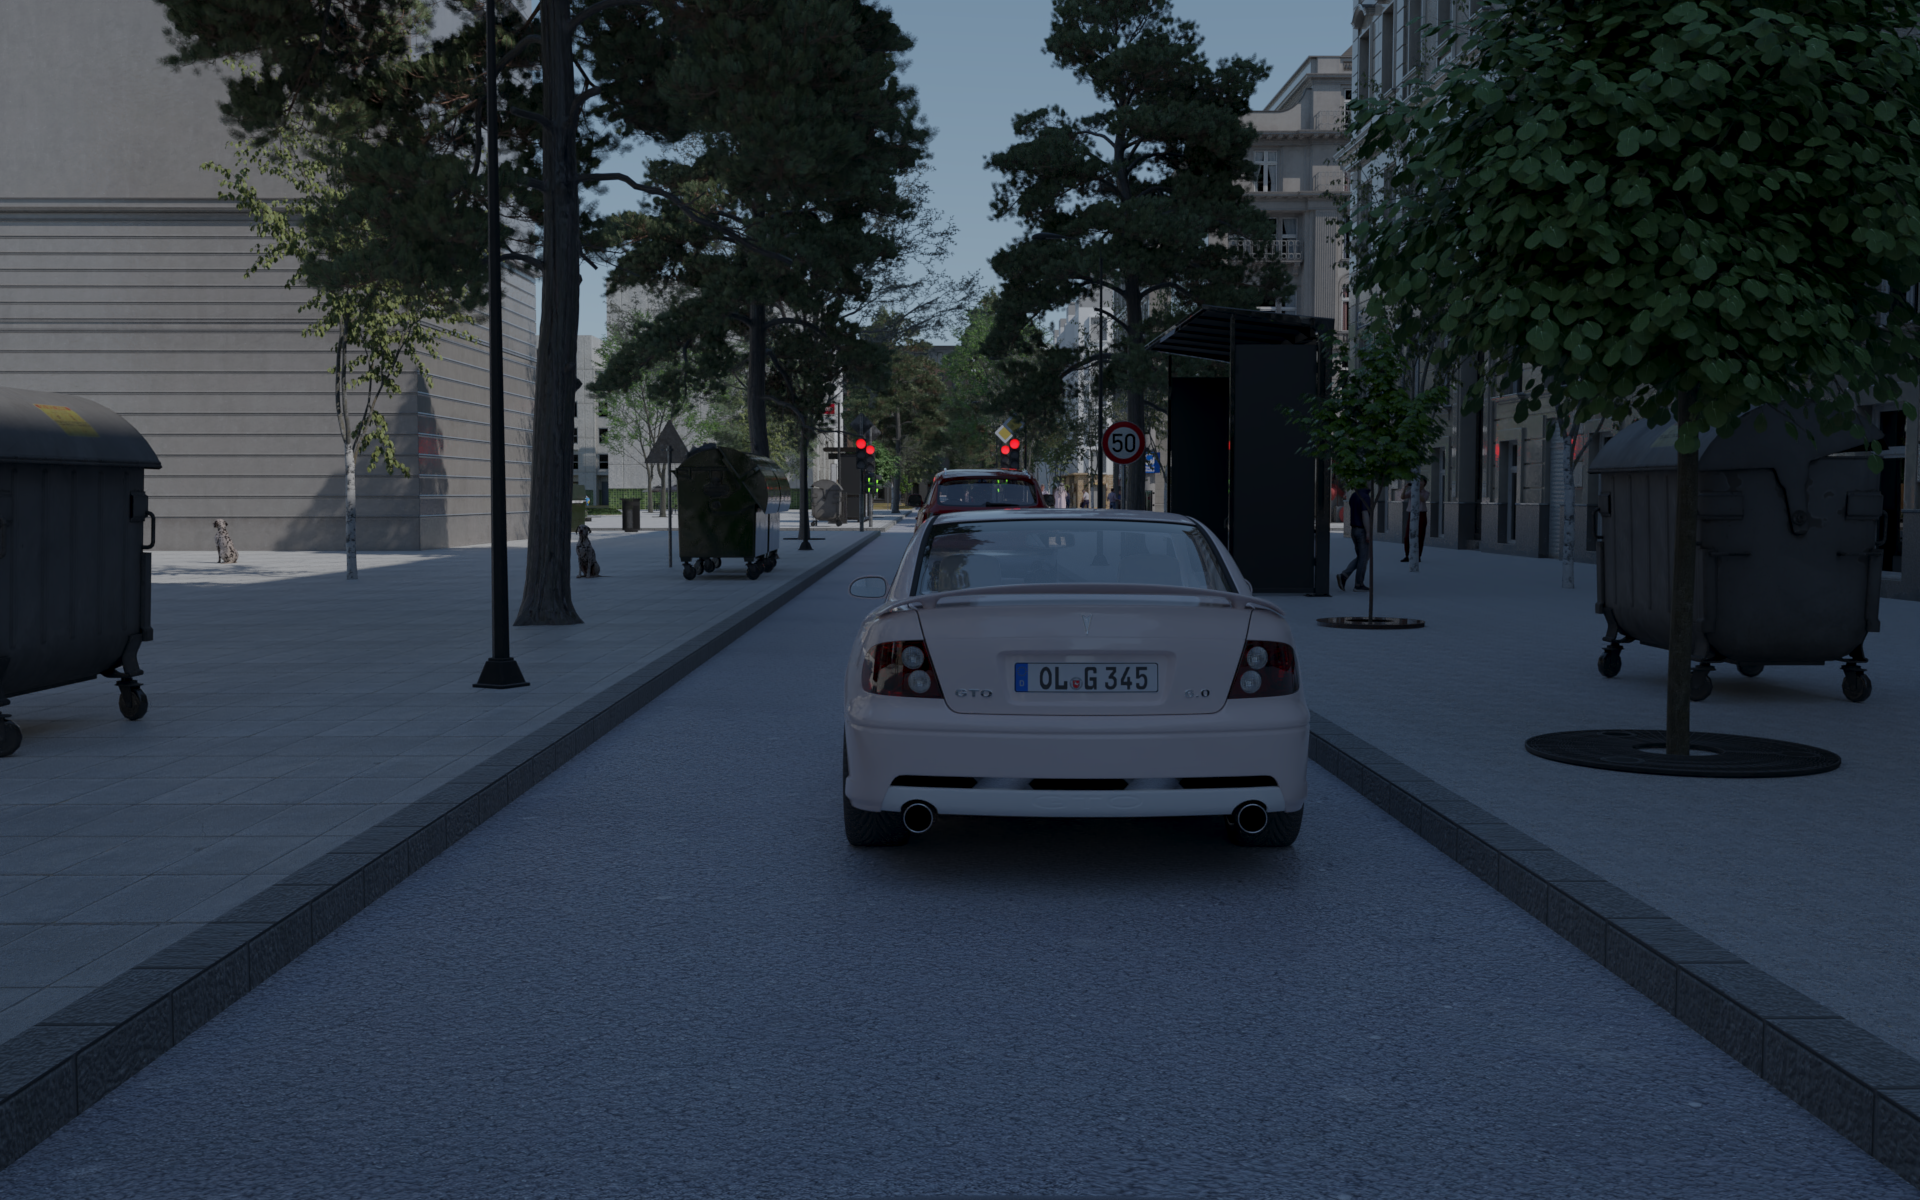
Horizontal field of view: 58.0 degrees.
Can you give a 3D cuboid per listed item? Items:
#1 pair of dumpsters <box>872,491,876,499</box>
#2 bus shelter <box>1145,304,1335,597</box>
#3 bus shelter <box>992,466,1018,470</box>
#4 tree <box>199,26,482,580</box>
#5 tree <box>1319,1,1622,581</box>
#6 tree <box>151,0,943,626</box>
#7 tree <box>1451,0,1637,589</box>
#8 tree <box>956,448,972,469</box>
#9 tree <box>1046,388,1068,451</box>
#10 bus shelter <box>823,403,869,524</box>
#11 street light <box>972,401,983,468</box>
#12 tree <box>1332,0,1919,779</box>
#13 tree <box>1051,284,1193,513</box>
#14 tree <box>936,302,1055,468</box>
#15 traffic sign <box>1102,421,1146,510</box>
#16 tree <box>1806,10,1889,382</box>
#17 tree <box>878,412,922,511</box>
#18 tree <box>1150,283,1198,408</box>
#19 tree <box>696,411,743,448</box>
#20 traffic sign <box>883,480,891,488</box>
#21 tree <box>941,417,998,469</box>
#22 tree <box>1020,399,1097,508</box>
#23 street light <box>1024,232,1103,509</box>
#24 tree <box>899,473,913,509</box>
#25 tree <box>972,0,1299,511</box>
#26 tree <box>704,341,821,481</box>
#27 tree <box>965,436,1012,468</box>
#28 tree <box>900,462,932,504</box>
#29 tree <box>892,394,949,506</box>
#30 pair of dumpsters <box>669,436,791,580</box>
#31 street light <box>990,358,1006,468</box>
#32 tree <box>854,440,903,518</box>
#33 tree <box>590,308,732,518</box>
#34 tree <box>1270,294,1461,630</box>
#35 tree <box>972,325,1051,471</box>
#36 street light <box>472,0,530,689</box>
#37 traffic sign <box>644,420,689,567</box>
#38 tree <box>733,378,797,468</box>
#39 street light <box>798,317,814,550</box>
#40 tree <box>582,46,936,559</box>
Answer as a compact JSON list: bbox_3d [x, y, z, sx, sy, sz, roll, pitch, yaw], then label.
[{"bbox_3d":[-5.908,-6.292,105.360,1.574,2.255,4.436,0,4,-1],"label":"pair of dumpsters"},{"bbox_3d":[3.833,-2.039,24.621,1.731,3.624,6.357,0,4,-1],"label":"bus shelter"},{"bbox_3d":[2.928,-7.393,114.801,2.014,3.302,5.546,0,4,-1],"label":"bus shelter"},{"bbox_3d":[-8.918,-4.618,25.864,4.737,8.622,4.395,0,3,0],"label":"tree"},{"bbox_3d":[7.714,-4.771,28.376,4.360,8.622,3.978,0,3,0],"label":"tree"},{"bbox_3d":[-3.856,-6.677,16.593,7.806,13.903,7.818,0,3,0],"label":"tree"},{"bbox_3d":[8.268,-4.447,23.071,4.360,8.622,3.978,0,3,0],"label":"tree"},{"bbox_3d":[1.162,-15.397,202.096,4.360,8.622,3.978,0,3,0],"label":"tree"},{"bbox_3d":[2.875,-12.070,104.773,7.806,13.903,7.818,0,3,0],"label":"tree"},{"bbox_3d":[-5.093,-6.172,78.542,2.179,5.291,8.768,0,4,-1],"label":"bus shelter"},{"bbox_3d":[1.302,-6.984,86.731,1.470,5.913,1.316,0,4,-1],"label":"street light"},{"bbox_3d":[3.555,-1.503,8.295,4.285,4.588,4.351,0,3,0],"label":"tree"},{"bbox_3d":[5.455,-5.939,47.468,4.360,8.622,3.978,0,3,0],"label":"tree"},{"bbox_3d":[2.303,-10.326,94.593,9.928,11.665,9.643,0,3,0],"label":"tree"},{"bbox_3d":[2.848,-1.841,30.211,0.768,2.556,0.104,0,4,2],"label":"traffic sign"},{"bbox_3d":[7.085,-4.060,16.747,4.737,8.622,4.395,0,3,0],"label":"tree"},{"bbox_3d":[-4.751,-10.819,127.252,4.360,8.622,3.978,0,3,0],"label":"tree"},{"bbox_3d":[7.399,-6.300,53.373,4.737,8.622,4.395,0,3,0],"label":"tree"},{"bbox_3d":[-18.796,-11.524,138.778,4.360,8.622,3.978,0,3,0],"label":"tree"},{"bbox_3d":[-5.655,-8.312,135.902,0.884,2.594,0.081,0,4,4],"label":"traffic sign"},{"bbox_3d":[2.018,-13.384,153.242,8.767,10.594,7.601,-3,4,-36],"label":"tree"},{"bbox_3d":[6.978,-10.284,118.513,4.737,8.622,4.395,0,3,0],"label":"tree"},{"bbox_3d":[1.970,-3.571,30.931,1.470,5.913,1.316,0,4,-1],"label":"street light"},{"bbox_3d":[-4.844,-9.609,151.702,1.663,3.219,1.824,0,3,0],"label":"tree"},{"bbox_3d":[3.623,-6.934,35.420,6.751,12.117,7.091,0,3,0],"label":"tree"},{"bbox_3d":[-14.562,-13.610,129.173,9.857,13.997,8.962,0,3,0],"label":"tree"},{"bbox_3d":[1.743,-11.059,131.174,4.737,8.622,4.395,0,3,0],"label":"tree"},{"bbox_3d":[-6.254,-18.036,213.007,7.486,12.596,7.792,0,3,0],"label":"tree"},{"bbox_3d":[-5.638,-16.938,183.599,9.857,13.997,8.962,0,3,0],"label":"tree"},{"bbox_3d":[-3.643,-1.543,27.718,1.574,2.255,4.436,0,4,-1],"label":"pair of dumpsters"},{"bbox_3d":[1.686,-5.267,58.664,1.470,5.913,1.316,0,4,-1],"label":"street light"},{"bbox_3d":[-4.931,-6.743,93.963,4.285,4.588,4.351,0,3,0],"label":"tree"},{"bbox_3d":[-16.390,-10.343,94.856,9.928,11.665,9.643,0,3,0],"label":"tree"},{"bbox_3d":[4.040,-1.349,16.663,1.663,3.219,1.824,0,3,0],"label":"tree"},{"bbox_3d":[2.800,-7.680,75.924,4.360,8.622,3.978,0,3,0],"label":"tree"},{"bbox_3d":[-2.517,-2.375,11.370,1.470,5.913,1.316,0,4,-1],"label":"street light"},{"bbox_3d":[-5.066,-1.849,30.235,0.884,2.594,0.081,0,4,0],"label":"traffic sign"},{"bbox_3d":[-11.869,-9.419,104.357,4.737,8.622,4.395,0,3,0],"label":"tree"},{"bbox_3d":[-2.983,-4.087,39.369,1.470,5.913,1.316,0,4,-1],"label":"street light"},{"bbox_3d":[-3.962,-6.840,33.886,6.751,12.117,7.091,0,3,0],"label":"tree"}]
